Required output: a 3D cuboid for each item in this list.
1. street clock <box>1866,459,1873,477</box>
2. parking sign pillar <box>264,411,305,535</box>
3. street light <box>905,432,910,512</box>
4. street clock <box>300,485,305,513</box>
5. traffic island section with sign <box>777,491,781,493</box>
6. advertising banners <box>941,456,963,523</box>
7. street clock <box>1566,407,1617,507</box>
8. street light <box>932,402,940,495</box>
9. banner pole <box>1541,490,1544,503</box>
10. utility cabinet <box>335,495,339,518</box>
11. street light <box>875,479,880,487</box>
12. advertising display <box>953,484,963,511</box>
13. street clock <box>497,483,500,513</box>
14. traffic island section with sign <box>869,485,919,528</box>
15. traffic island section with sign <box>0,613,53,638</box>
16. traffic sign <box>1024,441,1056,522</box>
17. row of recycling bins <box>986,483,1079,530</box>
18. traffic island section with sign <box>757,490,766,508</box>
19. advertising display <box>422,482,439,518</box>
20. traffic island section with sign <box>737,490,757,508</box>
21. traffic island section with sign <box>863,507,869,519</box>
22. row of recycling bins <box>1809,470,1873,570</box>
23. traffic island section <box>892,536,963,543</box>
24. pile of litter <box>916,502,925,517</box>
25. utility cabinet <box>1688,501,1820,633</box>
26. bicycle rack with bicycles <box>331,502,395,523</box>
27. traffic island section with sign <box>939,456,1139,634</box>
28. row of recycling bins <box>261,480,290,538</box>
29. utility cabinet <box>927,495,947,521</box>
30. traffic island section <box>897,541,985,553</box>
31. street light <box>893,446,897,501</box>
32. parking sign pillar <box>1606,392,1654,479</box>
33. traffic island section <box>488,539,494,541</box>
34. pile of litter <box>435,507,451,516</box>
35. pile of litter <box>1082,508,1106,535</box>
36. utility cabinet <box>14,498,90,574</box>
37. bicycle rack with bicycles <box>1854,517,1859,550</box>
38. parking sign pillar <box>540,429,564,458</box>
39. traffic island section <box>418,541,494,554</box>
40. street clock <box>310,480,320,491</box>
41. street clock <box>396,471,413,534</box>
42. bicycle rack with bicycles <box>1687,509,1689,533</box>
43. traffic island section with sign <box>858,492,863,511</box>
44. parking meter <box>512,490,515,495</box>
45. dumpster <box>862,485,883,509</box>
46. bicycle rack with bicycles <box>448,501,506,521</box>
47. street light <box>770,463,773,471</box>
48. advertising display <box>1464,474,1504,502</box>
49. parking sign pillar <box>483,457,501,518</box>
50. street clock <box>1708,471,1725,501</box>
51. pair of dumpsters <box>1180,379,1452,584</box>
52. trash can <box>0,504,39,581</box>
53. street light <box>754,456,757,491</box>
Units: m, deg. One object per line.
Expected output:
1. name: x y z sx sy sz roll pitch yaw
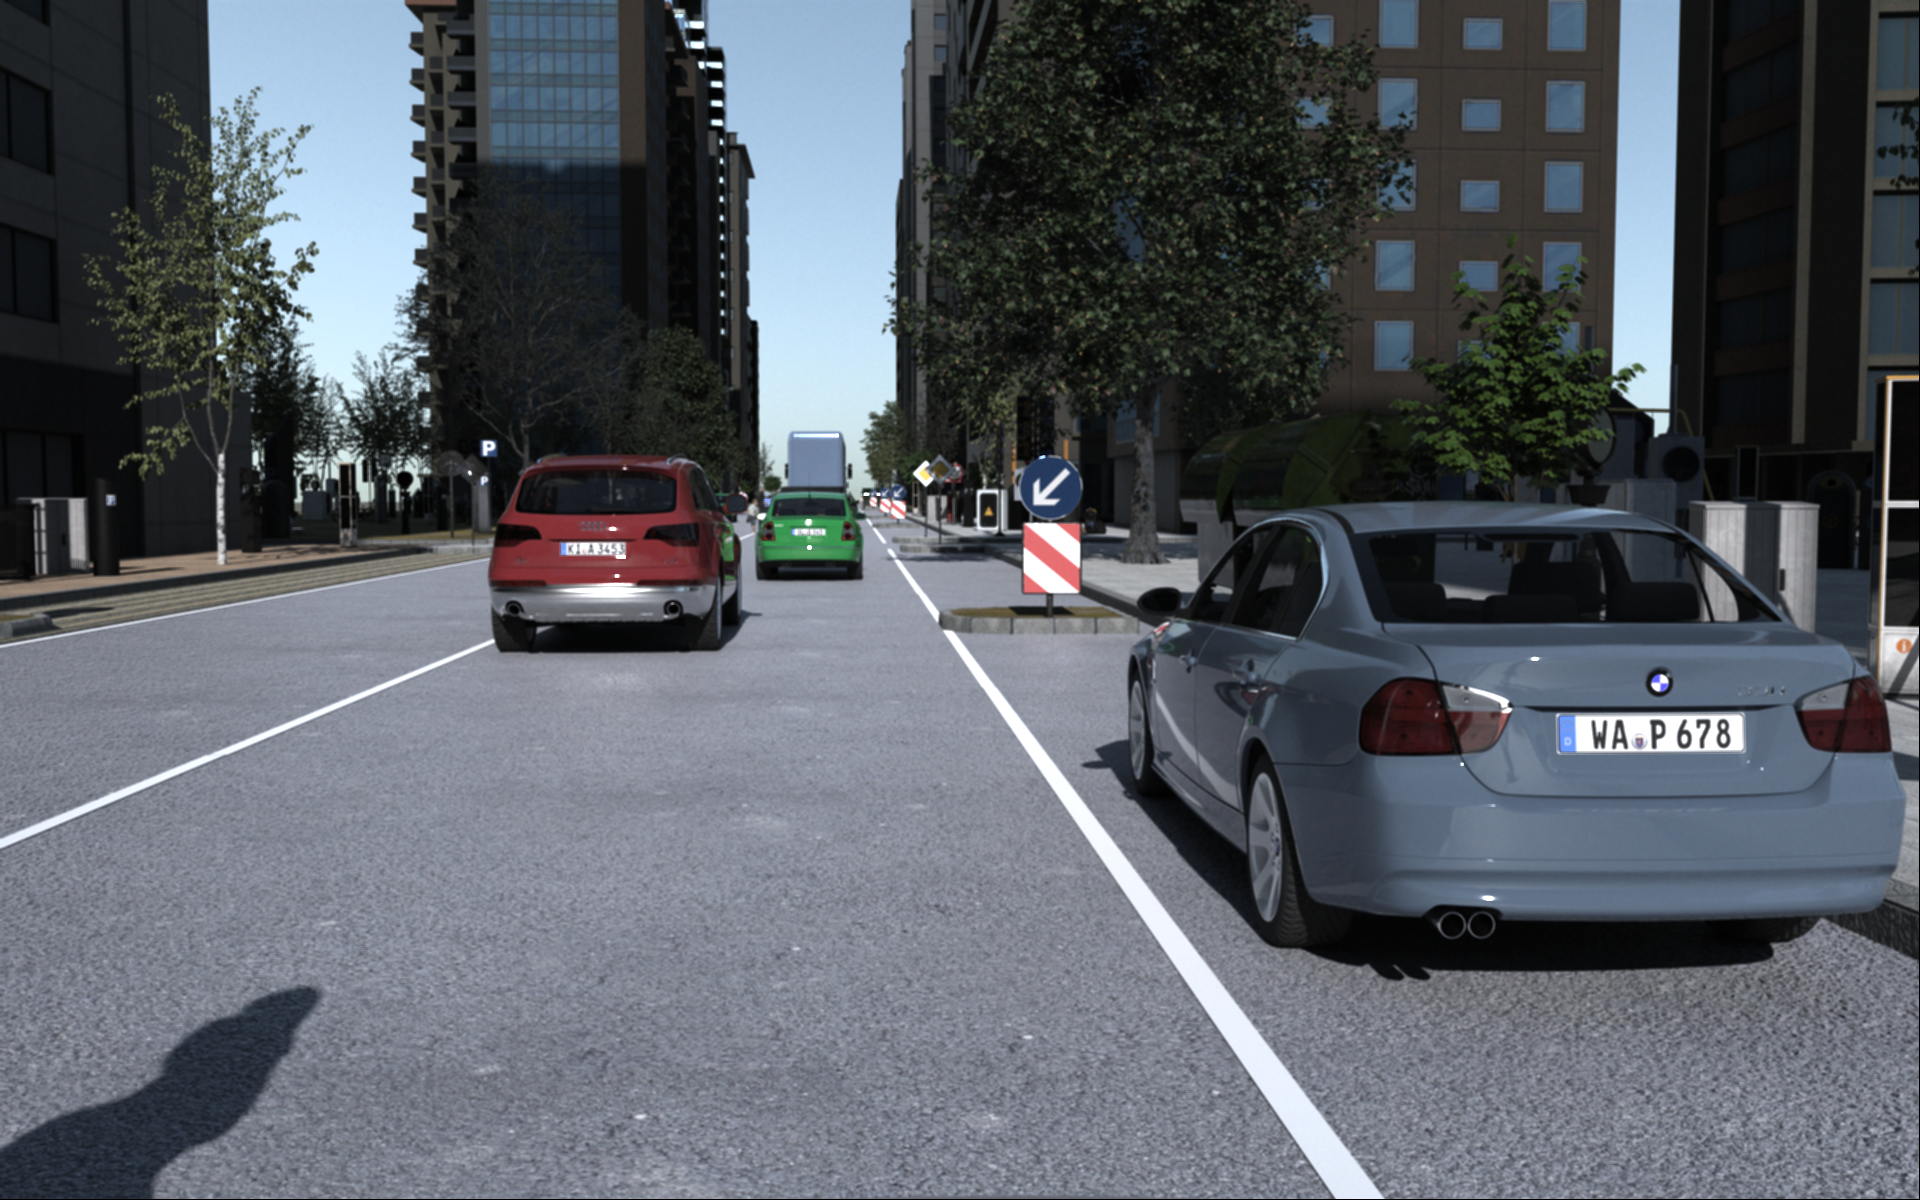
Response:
1. street clock: 18.538 -1.857 34.931 0.358 2.002 0.471 -2 4 -33
2. parking sign pillar: -21.738 -4.087 55.295 1.447 3.967 1.447 0 4 1
3. street light: -3.794 -9.378 126.120 0.468 5.910 1.993 0 4 -4
4. street clock: -44.503 -6.898 117.354 0.358 2.002 0.471 0 4 -6
5. traffic island section with sign: -24.153 -13.668 232.103 1.989 1.847 2.006 0 4 -4
6. advertising banners: -0.443 -5.012 78.135 0.090 3.025 2.074 -2 4 -31
7. street clock: 5.241 -0.605 14.461 0.471 2.002 0.358 -3 5 -39
8. street light: -1.213 -6.988 87.045 0.468 5.910 1.993 0 4 -4
9. banner pole: 17.347 -3.808 52.277 0.863 3.779 0.401 0 4 7
10. utility cabinet: -33.679 -5.099 94.523 0.306 1.237 1.020 1 4 20
11. street light: -13.935 -19.128 285.529 0.468 5.910 1.993 0 4 -4
12. advertising display: 0.011 -6.681 114.447 0.974 1.923 0.123 -1 4 -13
13. street clock: -29.129 -6.373 108.773 0.471 2.002 0.358 -2 4 -28
14. traffic island section with sign: -2.771 -4.010 74.194 1.989 1.847 2.006 0 4 -4
15. traffic island section with sign: -10.445 -0.545 17.533 1.989 1.847 2.006 0 4 -4
16. traffic sign: 1.887 -2.515 41.226 0.768 2.556 0.104 0 4 -3
17. row of recycling bins: 2.555 -3.366 62.153 3.534 1.692 1.069 1 4 18
18. traffic island section with sign: -20.645 -10.306 177.126 1.989 1.847 2.006 0 4 -4
19. advertising display: -28.188 -5.325 92.282 0.123 1.923 0.974 3 5 42
20. traffic island section with sign: -18.925 -8.659 150.205 1.989 1.847 2.006 0 4 -4
21. traffic island section with sign: -4.486 -5.656 101.095 1.989 1.847 2.006 0 4 -4
22. row of recycling bins: 15.854 -1.335 28.937 1.069 1.692 3.534 -2 4 -32
23. traffic island section: -0.988 -1.787 51.493 2.009 0.180 2.903 0 4 -4
24. pile of litter: -1.758 -5.150 98.163 1.176 0.858 1.719 -2 4 -28
25. utility cabinet: 6.783 -0.224 14.826 1.020 1.237 0.306 0 4 -5
26. bicycle rack with bicycles: -27.397 -4.029 79.248 2.925 0.926 2.852 -2 4 -27
27. traffic island section with sign: 0.783 -0.612 18.638 1.989 1.847 2.006 0 4 -4
28. row of recycling bins: -21.298 -2.670 50.767 3.534 1.692 1.069 1 4 12
29. utility cabinet: -1.034 -4.369 82.596 1.020 1.237 0.306 1 4 13
30. traffic island section: -0.479 -1.299 43.524 2.009 0.180 2.903 0 4 -4
31. street light: -6.080 -11.610 162.614 0.468 5.910 1.993 0 4 -4
32. parking sign pillar: 16.399 -3.319 42.731 1.447 3.967 1.447 -3 4 -37
33. traffic island section: -12.556 -1.742 50.761 2.009 0.180 2.903 0 4 -4
34. pile of litter: -29.766 -5.239 99.630 1.176 0.858 1.719 -1 4 -10
35. pile of litter: 3.960 -2.530 55.330 1.719 0.858 1.176 -2 4 -25
36. utility cabinet: -14.653 -1.027 27.961 1.020 1.237 0.306 -1 4 -17
37. bicycle rack with bicycles: 19.457 -1.652 40.386 2.852 0.926 2.925 -3 4 -36
38. parking sign pillar: -17.101 -5.146 72.617 1.447 3.967 1.447 -3 5 -42
39. traffic island section: -12.047 -1.255 42.792 2.009 0.180 2.903 0 4 -4
40. street clock: -33.892 -5.291 91.080 0.471 2.002 0.358 2 4 26
41. street clock: -17.731 -3.107 55.364 0.471 2.002 0.358 0 4 1
42. bicycle rack with bicycles: 19.128 -1.826 43.236 2.925 0.926 2.852 -2 4 -32
43. traffic island section with sign: -7.687 -8.722 151.228 1.989 1.847 2.006 0 4 -4
44. parking meter: -24.552 -5.334 95.620 0.372 1.533 0.369 0 3 0
45. dumpster: -8.246 -9.695 163.456 1.985 2.255 1.502 0 4 -3
46. bicycle rack with bicycles: -23.551 -4.335 84.251 2.925 0.926 2.852 0 4 7
47. street light: -27.222 -16.916 249.355 0.468 5.910 1.993 0 4 -4
48. advertising display: 11.898 -2.079 39.199 0.974 1.923 0.123 2 4 29
49. parking sign pillar: -25.609 -6.475 94.339 1.447 3.967 1.447 0 4 -1
50. street clock: 23.849 -3.064 54.669 0.471 2.002 0.358 1 4 15
51. pair of dumpsters: 3.310 -0.870 16.721 1.574 2.255 4.437 0 4 -4
52. trash can: -14.163 -0.870 25.875 0.748 1.137 0.748 0 3 0
53. street light: -24.812 -14.532 210.389 0.468 5.910 1.993 0 4 -4
